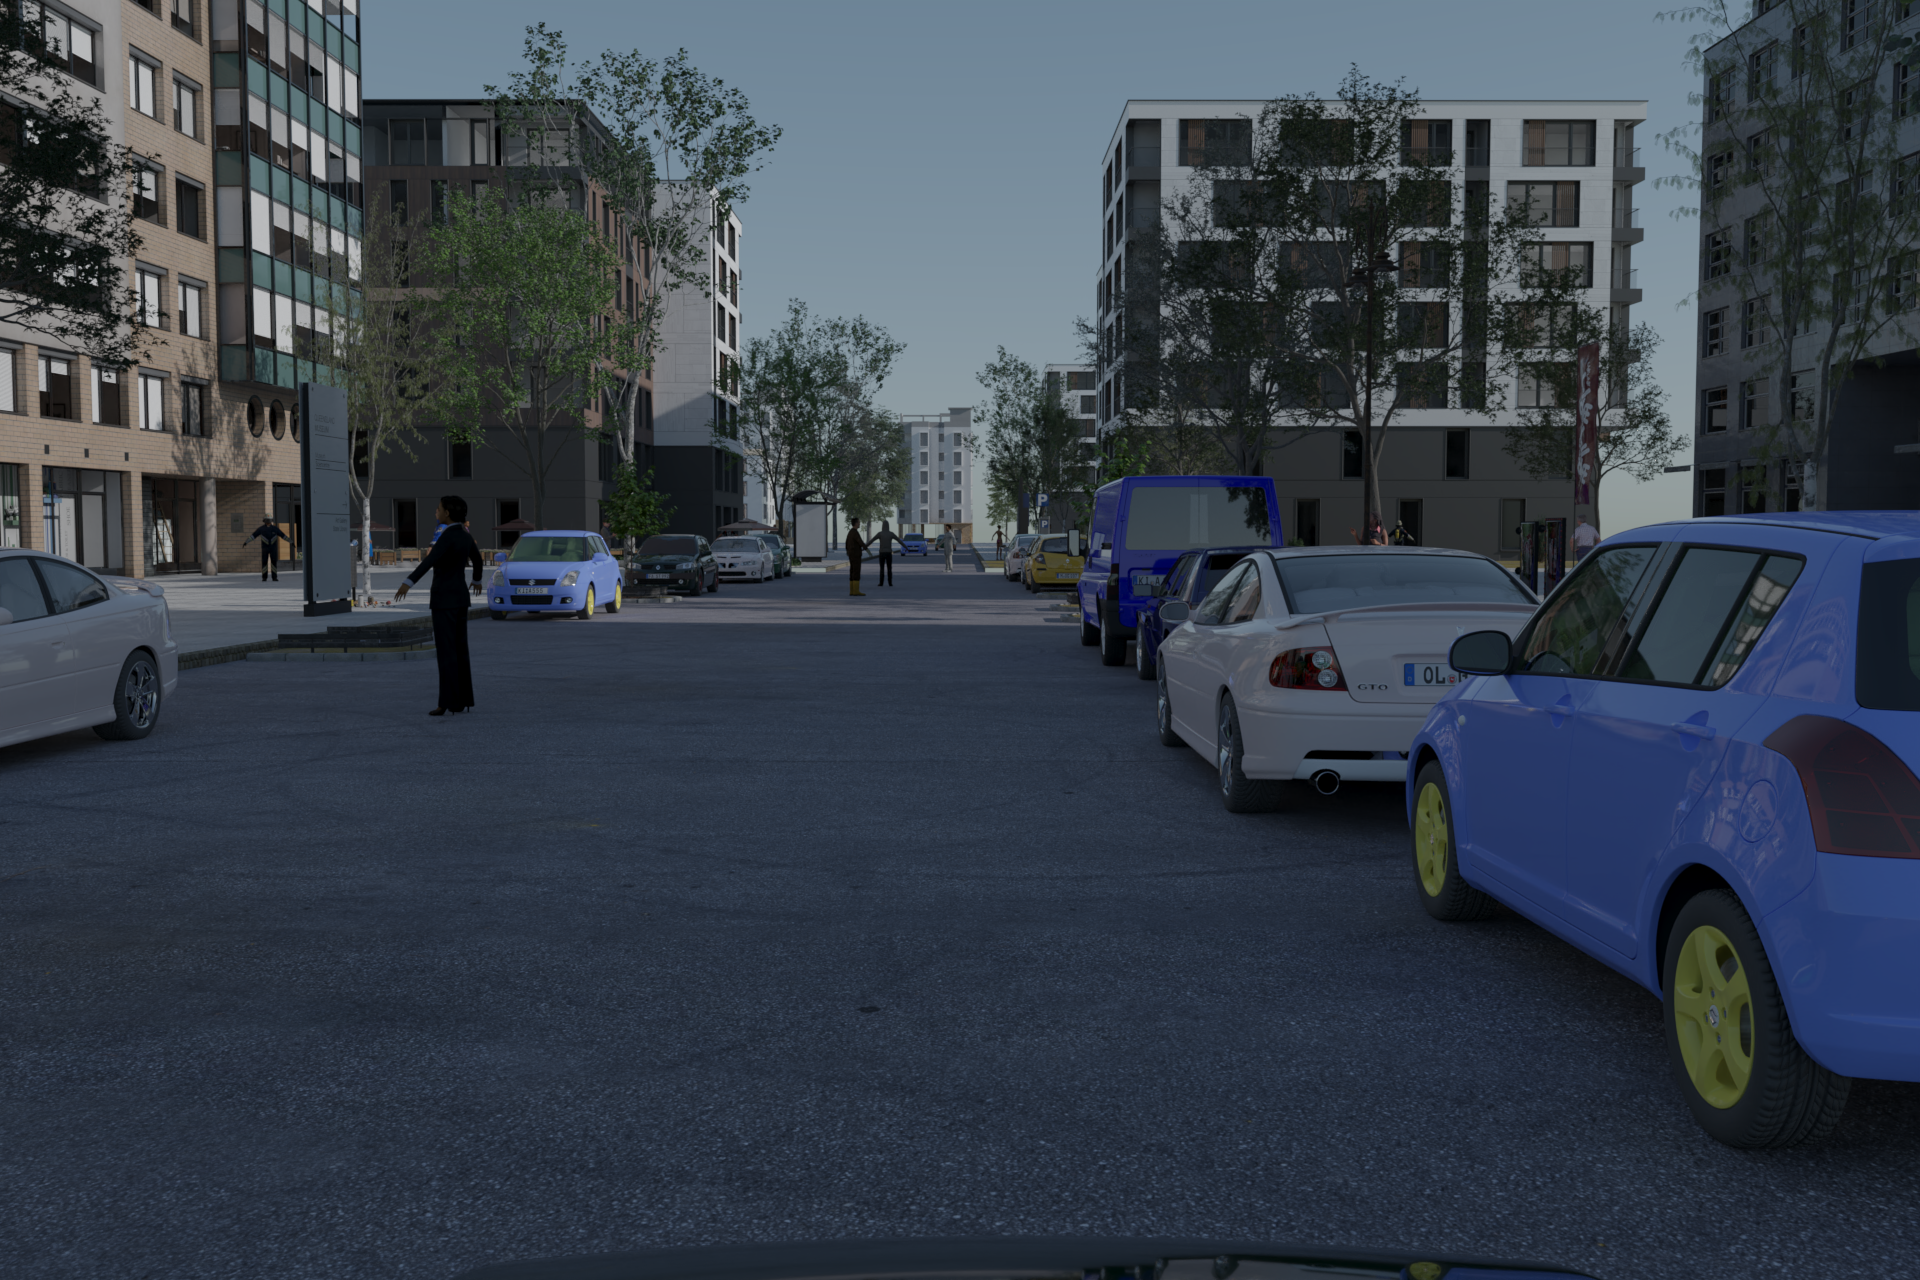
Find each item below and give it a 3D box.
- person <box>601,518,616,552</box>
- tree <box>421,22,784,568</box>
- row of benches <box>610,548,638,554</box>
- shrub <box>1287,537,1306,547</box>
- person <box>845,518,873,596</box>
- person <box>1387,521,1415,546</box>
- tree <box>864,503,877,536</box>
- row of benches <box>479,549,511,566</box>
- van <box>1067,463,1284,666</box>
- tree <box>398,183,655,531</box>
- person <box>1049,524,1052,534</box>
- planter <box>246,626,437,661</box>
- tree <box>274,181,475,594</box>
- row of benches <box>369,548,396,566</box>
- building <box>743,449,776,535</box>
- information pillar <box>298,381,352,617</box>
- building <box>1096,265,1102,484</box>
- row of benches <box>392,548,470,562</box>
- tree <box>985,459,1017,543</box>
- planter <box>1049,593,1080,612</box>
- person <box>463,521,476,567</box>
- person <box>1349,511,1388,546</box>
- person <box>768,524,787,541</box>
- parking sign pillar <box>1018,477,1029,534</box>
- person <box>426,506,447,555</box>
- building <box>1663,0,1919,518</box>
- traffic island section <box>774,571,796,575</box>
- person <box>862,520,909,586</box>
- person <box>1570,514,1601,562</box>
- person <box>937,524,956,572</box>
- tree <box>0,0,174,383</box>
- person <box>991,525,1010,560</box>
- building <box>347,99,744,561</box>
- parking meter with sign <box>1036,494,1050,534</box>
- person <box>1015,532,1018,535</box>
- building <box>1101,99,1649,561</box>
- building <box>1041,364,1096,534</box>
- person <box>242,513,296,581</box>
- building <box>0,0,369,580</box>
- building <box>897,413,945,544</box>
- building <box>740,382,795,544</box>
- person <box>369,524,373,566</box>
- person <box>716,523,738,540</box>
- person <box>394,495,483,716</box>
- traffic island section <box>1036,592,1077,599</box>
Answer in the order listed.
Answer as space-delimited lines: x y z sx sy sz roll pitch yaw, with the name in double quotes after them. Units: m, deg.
-10.478 -2.777 51.970 0.750 1.759 0.617 1 4 17 "person"
-13.380 -12.804 65.235 12.611 20.169 13.585 0 3 0 "tree"
-15.684 -3.799 77.572 1.422 0.672 4.104 2 4 29 "row of benches"
13.918 -3.718 71.902 1.383 1.207 1.383 0 3 0 "shrub"
-2.397 -1.930 40.147 0.704 1.812 1.346 -2 4 -27 "person"
18.810 -4.187 74.231 1.354 1.856 0.705 2 4 31 "person"
-14.328 -19.060 261.996 4.737 8.622 4.395 0 3 0 "tree"
-19.056 -3.391 70.909 1.422 0.672 4.104 -2 4 -28 "row of benches"
2.479 -0.983 20.453 2.240 2.365 5.245 0 4 -1 "van"
-12.678 -7.707 51.758 9.928 11.665 9.643 0 3 0 "tree"
4.723 -5.208 91.344 0.705 1.806 1.347 1 4 16 "person"
-7.055 0.041 20.470 1.991 0.319 1.994 0 4 0 "planter"
-12.754 -5.273 36.576 4.360 8.622 3.978 0 3 0 "tree"
-24.069 -3.463 72.076 1.422 0.672 4.104 -2 4 -26 "row of benches"
-24.147 -14.843 184.836 9.099 9.664 28.070 0 4 -1 "building"
-10.078 -2.215 27.528 0.184 3.620 1.656 0 4 0 "information pillar"
24.665 -18.048 139.064 27.936 21.610 32.646 0 3 0 "building"
-24.458 -3.944 79.947 1.422 0.672 4.104 2 4 33 "row of benches"
7.338 -20.825 258.616 7.486 12.596 7.792 0 3 0 "tree"
2.703 -0.709 32.734 1.991 0.319 1.994 0 4 -1 "planter"
-19.041 -3.711 66.895 0.704 1.802 1.346 0 4 7 "person"
6.472 -1.218 27.430 0.593 1.643 0.415 -1 4 -17 "person"
-9.648 -5.128 90.120 1.348 1.796 0.705 0 4 4 "person"
3.026 -5.769 82.788 1.447 3.967 1.447 0 4 -2 "parking sign pillar"
-9.896 -1.656 33.056 0.704 1.831 1.345 0 4 -3 "person"
28.707 -13.843 44.743 11.959 24.771 22.079 0 4 0 "building"
-6.873 -2.382 61.806 1.991 0.108 1.994 0 4 0 "traffic island section"
-2.041 -2.378 47.467 1.348 1.813 0.705 -1 4 -9 "person"
13.483 -1.865 37.481 0.756 1.711 0.436 0 4 -7 "person"
-0.464 -3.461 65.238 0.705 1.806 1.347 -2 4 -30 "person"
-13.109 -5.266 20.509 7.601 10.594 8.767 0 4 -8 "tree"
1.994 -4.803 85.336 1.217 1.733 0.721 3 5 43 "person"
-28.269 -15.538 98.021 27.936 21.610 32.646 0 3 0 "building"
3.565 -4.750 73.926 0.543 3.016 1.738 0 4 -1 "parking meter with sign"
3.652 -5.806 100.701 1.354 1.858 0.705 -2 4 -30 "person"
21.737 -15.548 98.192 27.936 21.610 32.646 0 4 0 "building"
24.343 -23.273 224.494 27.936 21.610 32.646 0 4 0 "building"
-18.720 -2.511 46.925 1.351 1.845 0.704 -2 4 -27 "person"
-32.706 -14.459 42.971 21.656 26.213 47.522 0 4 1 "building"
-9.254 -24.700 262.715 11.380 20.090 16.016 0 4 6 "building"
-26.970 -22.019 216.436 16.016 20.090 11.380 0 4 1 "building"
-23.551 -3.835 68.830 0.704 1.817 1.347 -2 4 -23 "person"
-11.593 -4.926 86.691 1.345 1.843 0.704 -1 4 -19 "person"
-4.115 -0.281 13.779 0.721 1.740 1.216 1 4 14 "person"
2.729 -0.994 39.120 1.991 0.108 1.994 0 4 0 "traffic island section"
